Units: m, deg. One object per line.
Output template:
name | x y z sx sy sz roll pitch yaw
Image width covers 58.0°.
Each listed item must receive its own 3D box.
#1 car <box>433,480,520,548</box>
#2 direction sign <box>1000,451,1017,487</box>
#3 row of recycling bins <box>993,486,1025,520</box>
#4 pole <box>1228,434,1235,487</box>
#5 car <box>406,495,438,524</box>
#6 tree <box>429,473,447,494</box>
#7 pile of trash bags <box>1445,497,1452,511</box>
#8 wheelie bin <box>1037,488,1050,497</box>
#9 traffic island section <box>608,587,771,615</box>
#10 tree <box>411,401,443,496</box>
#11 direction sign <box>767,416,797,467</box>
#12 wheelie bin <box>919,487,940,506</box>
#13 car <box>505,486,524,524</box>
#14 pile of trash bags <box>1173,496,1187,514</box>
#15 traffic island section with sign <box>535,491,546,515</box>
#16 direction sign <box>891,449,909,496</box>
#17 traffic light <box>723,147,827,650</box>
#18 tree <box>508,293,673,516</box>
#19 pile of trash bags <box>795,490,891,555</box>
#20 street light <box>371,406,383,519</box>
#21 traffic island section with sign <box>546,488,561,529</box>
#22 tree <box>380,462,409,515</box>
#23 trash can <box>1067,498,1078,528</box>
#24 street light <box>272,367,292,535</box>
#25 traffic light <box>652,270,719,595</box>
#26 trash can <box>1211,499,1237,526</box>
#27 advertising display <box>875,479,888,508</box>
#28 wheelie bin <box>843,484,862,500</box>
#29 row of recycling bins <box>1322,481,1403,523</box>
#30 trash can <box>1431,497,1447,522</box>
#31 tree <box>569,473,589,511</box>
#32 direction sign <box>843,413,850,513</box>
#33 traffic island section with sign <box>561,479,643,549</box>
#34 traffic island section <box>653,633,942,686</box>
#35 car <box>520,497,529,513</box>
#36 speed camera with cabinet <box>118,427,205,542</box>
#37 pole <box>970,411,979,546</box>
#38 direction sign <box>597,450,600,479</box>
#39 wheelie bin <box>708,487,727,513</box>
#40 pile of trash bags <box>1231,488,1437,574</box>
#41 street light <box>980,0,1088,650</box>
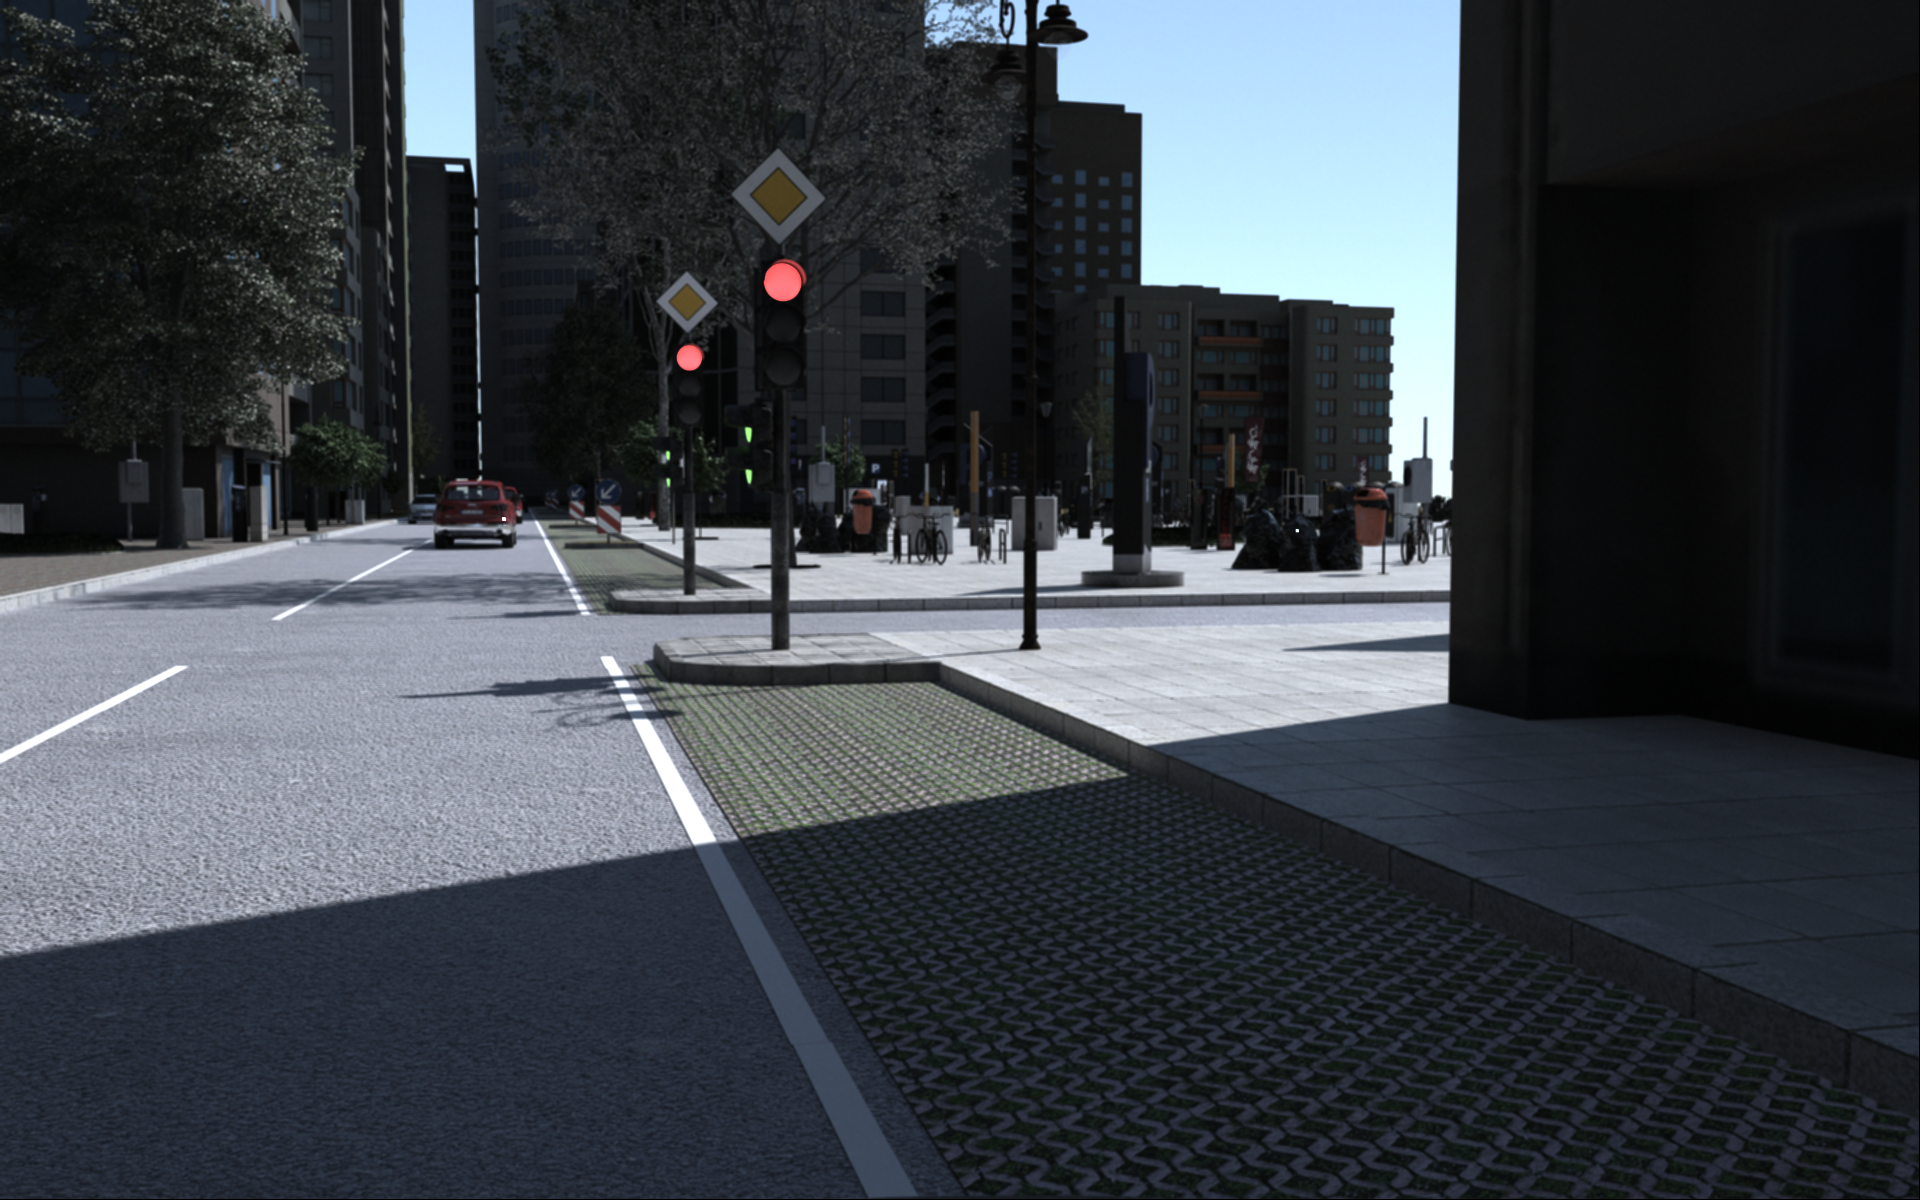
car | -13.202 -2.363 47.312 2.281 1.827 5.304 -1 4 -13
direction sign | 2.539 -6.015 90.335 0.876 3.537 0.379 0 4 8
row of recycling bins | 2.430 -4.938 87.846 1.069 1.692 3.534 -3 5 -43
pole | 9.215 -3.976 58.846 0.158 3.312 0.155 0 3 0
car | -25.791 -4.406 84.037 2.014 1.417 4.499 -1 4 -15
tree | -46.890 -9.841 155.496 1.663 3.219 1.824 0 3 0
pile of trash bags | 25.375 -5.149 93.936 3.447 1.369 1.912 3 4 36
wheelie bin | 4.446 -5.068 90.769 0.693 1.594 0.980 3 4 39
traffic island section | -3.418 0.014 22.052 2.009 0.180 2.903 -1 4 -14
tree | -43.471 -11.499 138.364 4.737 8.622 4.395 0 3 0
direction sign | -5.150 -3.554 50.108 0.876 3.537 0.379 -1 4 -15
wheelie bin | -1.459 -4.505 81.559 0.980 1.594 0.693 -1 4 -20
car | -22.533 -4.659 84.852 2.281 1.827 5.304 -1 4 -16
pile of trash bags | 12.948 -5.466 99.113 1.912 1.369 3.447 2 4 24
traffic island section with sign | -28.526 -6.888 121.253 1.989 1.847 2.006 -1 4 -14
direction sign | -3.013 -5.815 87.076 0.876 3.537 0.379 1 4 12
traffic light | -1.500 -1.545 14.186 0.839 4.253 0.868 -1 4 -14
tree | -20.956 -11.164 99.534 9.611 12.733 9.660 0 3 0
pile of trash bags | -2.430 -1.713 37.752 1.912 1.369 3.447 -1 4 -17
street light | -29.929 -7.112 89.074 0.468 5.910 1.993 -1 4 -14
traffic island section with sign | -16.155 -3.898 72.362 1.989 1.847 2.006 -1 4 -14
tree | -34.424 -6.741 104.815 1.663 3.219 1.824 0 3 0
trash can | 4.408 -3.296 65.539 0.748 1.137 0.748 0 3 0
street light | -21.157 -4.978 54.185 0.468 5.910 1.993 -1 4 -14
traffic light | -3.460 -2.019 21.928 0.839 4.253 0.868 -1 4 -14
trash can | 7.710 -2.382 50.604 0.748 1.137 0.748 0 3 0
advertising display | -3.410 -4.269 75.018 0.123 1.923 0.974 2 4 26
wheelie bin | -3.404 -3.002 56.993 0.693 1.594 0.980 -2 4 -35
row of recycling bins | 13.436 -3.085 57.548 1.069 1.692 3.534 -2 4 -33
trash can | 22.058 -4.174 79.897 0.748 1.137 0.748 0 3 0
tree | -28.730 -8.316 130.570 1.663 3.219 1.824 0 3 0
direction sign | -3.189 -3.473 48.788 0.379 3.537 0.876 0 4 7
traffic island section with sign | -9.461 -2.280 45.901 1.989 1.847 2.006 -1 4 -14
traffic island section | -1.459 0.488 14.310 2.009 0.180 2.903 -1 4 -14
car | -34.202 -7.400 133.563 1.945 1.354 3.894 -1 4 -14
speed camera with cabinet | -21.811 -3.239 47.287 2.038 3.252 0.660 -2 4 -32
pole | 0.358 -2.983 42.610 0.158 3.312 0.155 0 3 0
direction sign | -18.437 -5.900 88.454 0.379 3.537 0.876 0 4 -5
wheelie bin | -11.398 -4.509 81.623 0.693 1.594 0.980 2 4 25
pile of trash bags | 6.049 -1.174 28.952 1.912 1.369 3.447 -1 4 -22
street light | 0.580 -2.531 14.163 0.468 5.910 1.993 -1 4 -14
